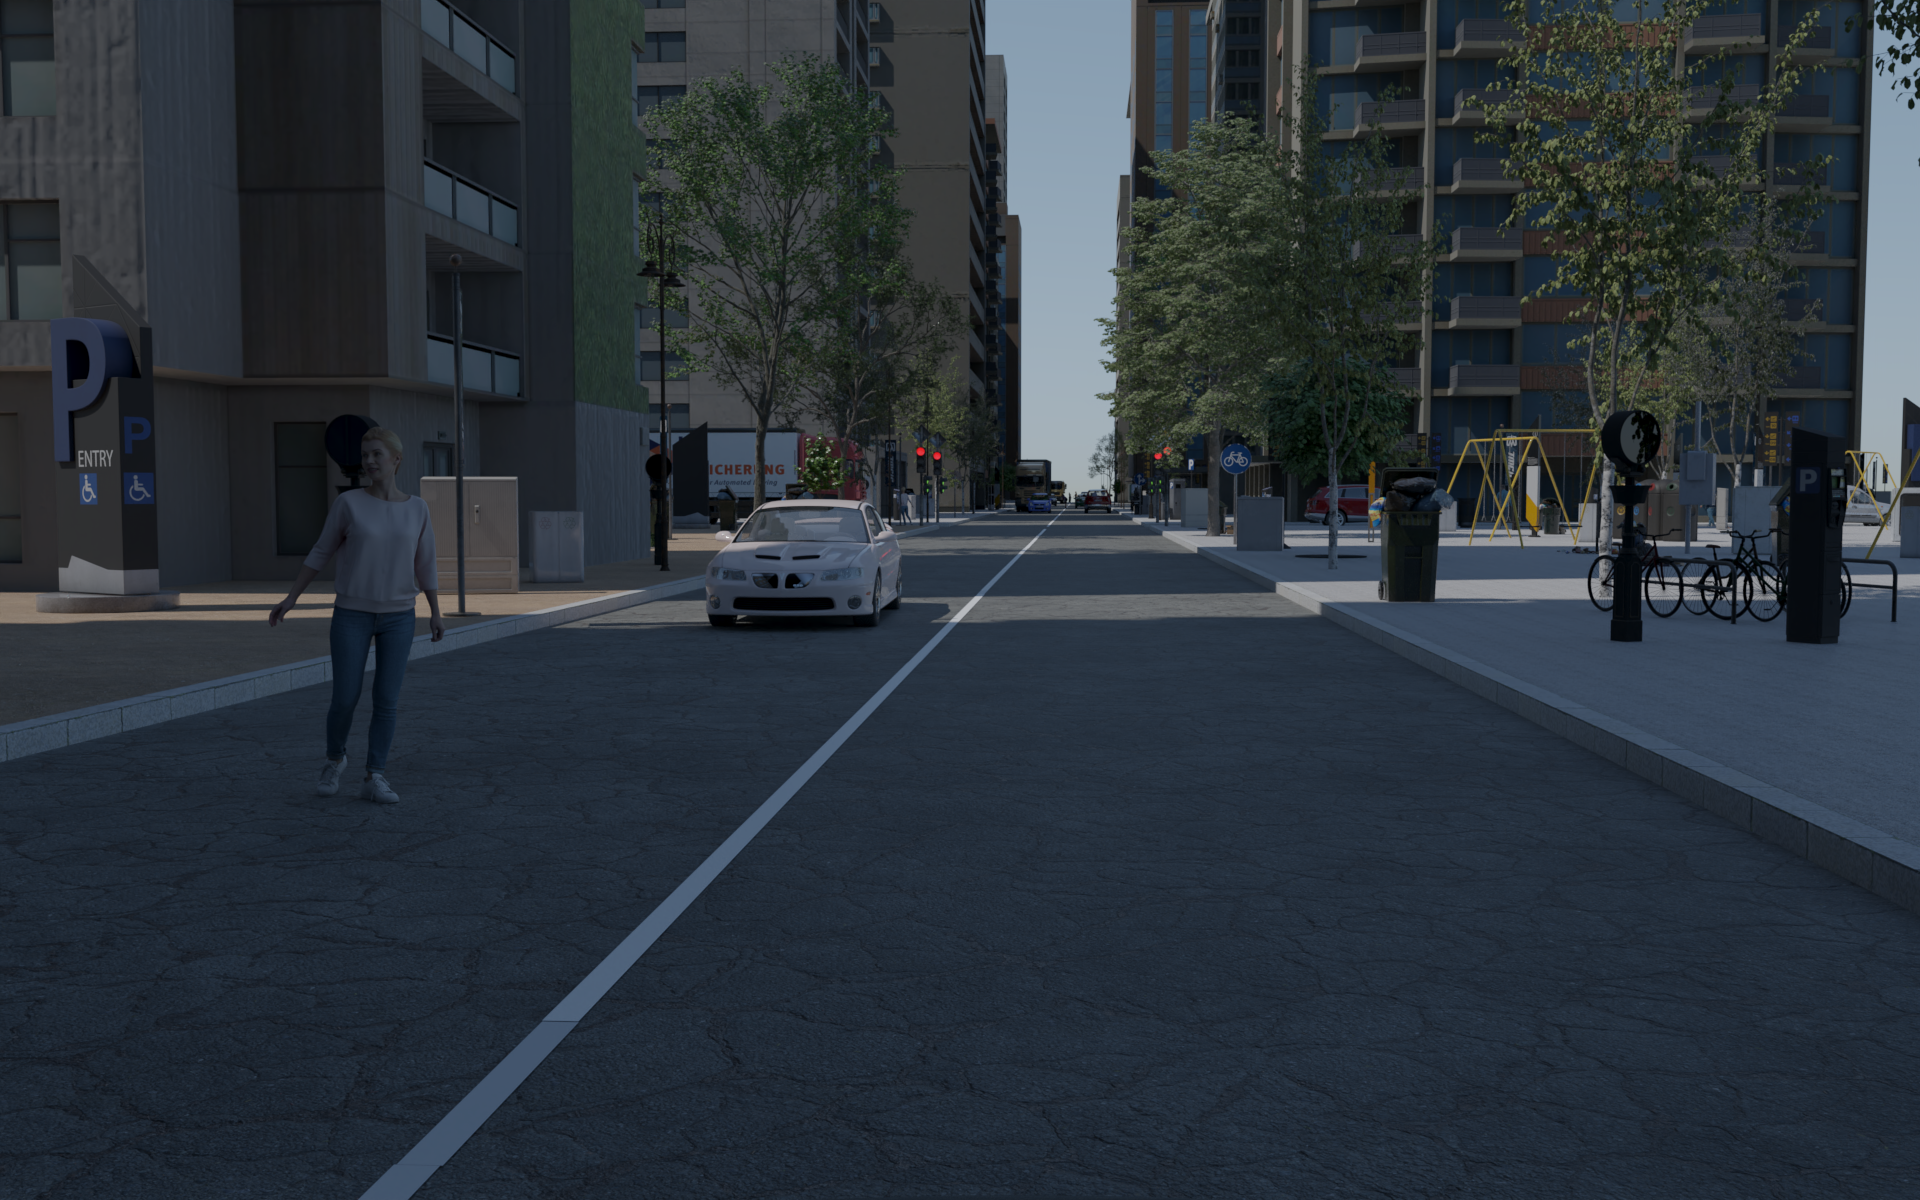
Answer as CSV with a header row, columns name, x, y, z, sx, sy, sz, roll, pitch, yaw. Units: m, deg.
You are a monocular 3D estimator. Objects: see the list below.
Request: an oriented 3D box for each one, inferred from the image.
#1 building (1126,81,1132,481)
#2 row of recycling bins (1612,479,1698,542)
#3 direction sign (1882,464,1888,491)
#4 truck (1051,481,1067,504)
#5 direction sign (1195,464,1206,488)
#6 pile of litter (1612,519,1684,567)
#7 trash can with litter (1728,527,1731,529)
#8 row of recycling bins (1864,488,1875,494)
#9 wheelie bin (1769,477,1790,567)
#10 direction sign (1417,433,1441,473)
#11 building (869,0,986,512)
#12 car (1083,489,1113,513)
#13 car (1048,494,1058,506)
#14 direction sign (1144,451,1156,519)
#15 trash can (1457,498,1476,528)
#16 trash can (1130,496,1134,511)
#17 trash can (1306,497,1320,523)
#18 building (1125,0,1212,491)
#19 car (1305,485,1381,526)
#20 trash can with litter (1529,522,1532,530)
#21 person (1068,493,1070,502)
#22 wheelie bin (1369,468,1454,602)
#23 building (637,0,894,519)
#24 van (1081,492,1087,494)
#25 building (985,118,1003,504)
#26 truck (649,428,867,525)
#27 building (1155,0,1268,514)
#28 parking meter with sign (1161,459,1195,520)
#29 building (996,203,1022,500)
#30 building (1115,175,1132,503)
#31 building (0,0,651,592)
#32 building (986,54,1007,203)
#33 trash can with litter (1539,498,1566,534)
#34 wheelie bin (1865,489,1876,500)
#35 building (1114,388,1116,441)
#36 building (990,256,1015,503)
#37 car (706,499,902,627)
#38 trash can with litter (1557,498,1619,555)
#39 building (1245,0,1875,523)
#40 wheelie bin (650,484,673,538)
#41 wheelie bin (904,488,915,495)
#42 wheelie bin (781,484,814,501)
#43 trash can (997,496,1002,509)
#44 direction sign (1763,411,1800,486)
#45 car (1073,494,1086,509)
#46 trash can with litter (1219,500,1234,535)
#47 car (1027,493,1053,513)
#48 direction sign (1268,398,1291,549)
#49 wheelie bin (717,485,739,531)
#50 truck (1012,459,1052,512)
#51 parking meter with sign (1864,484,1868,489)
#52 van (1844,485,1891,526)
name,x,y,z,sx,sy,sz,roll,pitch,yaw
building,34.796,-37.978,210.174,28.713,52.752,27.495,0,4,4
row of recycling bins,19.300,-2.506,48.080,1.069,1.692,3.534,0,4,-8
direction sign,69.317,-8.429,129.811,0.876,3.537,0.379,-3,5,-40
truck,13.863,-15.622,251.341,3.469,3.379,9.791,0,4,5
direction sign,18.325,-8.553,131.830,0.876,3.537,0.379,2,4,29
pile of litter,12.351,-1.062,31.329,1.176,0.858,1.719,0,4,-6
trash can with litter,28.734,-3.255,64.279,2.233,1.210,1.678,-3,4,-38
row of recycling bins,62.855,-7.087,122.984,3.534,1.692,1.069,2,4,25
wheelie bin,14.792,-1.399,30.783,0.693,1.594,0.980,1,4,14
direction sign,17.328,-4.408,64.060,0.876,3.537,0.379,0,4,3
building,-9.276,-31.032,131.070,21.300,48.544,21.600,0,4,4
car,10.380,-7.451,130.503,2.281,1.827,5.304,0,4,4
car,10.534,-11.877,203.975,2.009,1.686,4.222,0,4,2
direction sign,10.034,-6.030,90.579,0.876,3.537,0.379,-1,4,-10
trash can,19.207,-3.304,65.679,0.748,1.137,0.748,0,3,0
trash can,13.297,-7.362,132.018,0.748,1.137,0.748,0,3,0
trash can,15.616,-3.948,76.195,0.748,1.137,0.748,0,3,0
building,20.946,-30.021,140.955,14.600,45.320,14.200,0,4,4
car,16.930,-3.840,71.452,5.304,1.827,2.281,0,4,6
trash can with litter,20.509,-3.064,61.490,0.624,1.170,1.055,1,4,16
person,18.994,-17.783,300.046,0.445,1.727,0.742,0,4,3
wheelie bin,5.413,-0.784,20.731,0.980,1.594,0.693,0,4,4
building,-13.646,-40.355,98.048,20.563,71.187,20.611,0,4,4
van,21.087,-17.483,292.864,2.013,2.044,4.112,0,4,4
building,-6.521,-33.279,198.735,22.147,44.769,28.867,0,4,4
truck,-9.039,-5.223,74.311,11.283,4.237,2.839,0,4,3
building,29.242,-25.783,113.430,32.217,40.220,23.993,0,4,4
parking meter with sign,10.756,-5.479,85.847,1.738,3.016,0.543,-1,4,-22
building,2.425,-37.893,269.663,14.600,45.320,14.200,0,4,4
building,33.287,-38.217,248.556,21.300,48.544,21.600,0,4,4
building,-13.755,-21.039,27.583,14.154,41.232,14.086,0,4,4
building,-0.351,-51.959,287.773,20.563,71.187,20.611,0,4,4
trash can with litter,18.833,-2.668,55.001,0.624,1.170,1.055,3,5,41
wheelie bin,57.769,-6.250,110.092,0.693,1.594,0.980,1,4,9
building,38.605,-26.280,274.708,27.650,21.520,28.899,0,4,4
building,-7.112,-34.183,250.769,32.217,40.220,23.993,0,4,4
car,-1.727,-0.484,20.276,2.083,1.381,4.827,0,4,3
trash can with litter,13.798,-1.614,37.448,1.678,1.210,2.233,-1,4,-13
building,28.206,-26.387,86.053,28.867,44.769,22.147,0,4,4
wheelie bin,-8.663,-2.566,49.865,0.693,1.594,0.980,1,4,22
wheelie bin,-2.868,-5.396,96.125,0.980,1.594,0.693,2,4,30
wheelie bin,-4.890,-2.702,52.093,0.980,1.594,0.693,0,4,-2
trash can,3.338,-8.482,150.330,0.748,1.137,0.748,0,3,0
direction sign,22.584,-3.406,47.685,0.876,3.537,0.379,2,4,28
car,12.270,-9.754,171.272,2.131,1.459,4.920,0,4,4
trash can with litter,8.467,-2.683,55.254,1.055,1.170,0.624,2,4,34
car,6.013,-7.387,130.370,1.945,1.707,3.694,0,4,4
direction sign,7.574,-2.968,40.529,0.379,3.537,0.876,-3,5,-43
wheelie bin,-8.180,-3.246,60.983,0.693,1.594,0.980,0,4,2
truck,6.005,-9.347,141.733,2.839,4.237,11.283,0,4,6
parking meter with sign,68.498,-8.270,131.471,0.543,3.016,1.738,-3,4,-37
van,36.469,-3.927,71.218,4.112,2.044,2.013,0,4,4
